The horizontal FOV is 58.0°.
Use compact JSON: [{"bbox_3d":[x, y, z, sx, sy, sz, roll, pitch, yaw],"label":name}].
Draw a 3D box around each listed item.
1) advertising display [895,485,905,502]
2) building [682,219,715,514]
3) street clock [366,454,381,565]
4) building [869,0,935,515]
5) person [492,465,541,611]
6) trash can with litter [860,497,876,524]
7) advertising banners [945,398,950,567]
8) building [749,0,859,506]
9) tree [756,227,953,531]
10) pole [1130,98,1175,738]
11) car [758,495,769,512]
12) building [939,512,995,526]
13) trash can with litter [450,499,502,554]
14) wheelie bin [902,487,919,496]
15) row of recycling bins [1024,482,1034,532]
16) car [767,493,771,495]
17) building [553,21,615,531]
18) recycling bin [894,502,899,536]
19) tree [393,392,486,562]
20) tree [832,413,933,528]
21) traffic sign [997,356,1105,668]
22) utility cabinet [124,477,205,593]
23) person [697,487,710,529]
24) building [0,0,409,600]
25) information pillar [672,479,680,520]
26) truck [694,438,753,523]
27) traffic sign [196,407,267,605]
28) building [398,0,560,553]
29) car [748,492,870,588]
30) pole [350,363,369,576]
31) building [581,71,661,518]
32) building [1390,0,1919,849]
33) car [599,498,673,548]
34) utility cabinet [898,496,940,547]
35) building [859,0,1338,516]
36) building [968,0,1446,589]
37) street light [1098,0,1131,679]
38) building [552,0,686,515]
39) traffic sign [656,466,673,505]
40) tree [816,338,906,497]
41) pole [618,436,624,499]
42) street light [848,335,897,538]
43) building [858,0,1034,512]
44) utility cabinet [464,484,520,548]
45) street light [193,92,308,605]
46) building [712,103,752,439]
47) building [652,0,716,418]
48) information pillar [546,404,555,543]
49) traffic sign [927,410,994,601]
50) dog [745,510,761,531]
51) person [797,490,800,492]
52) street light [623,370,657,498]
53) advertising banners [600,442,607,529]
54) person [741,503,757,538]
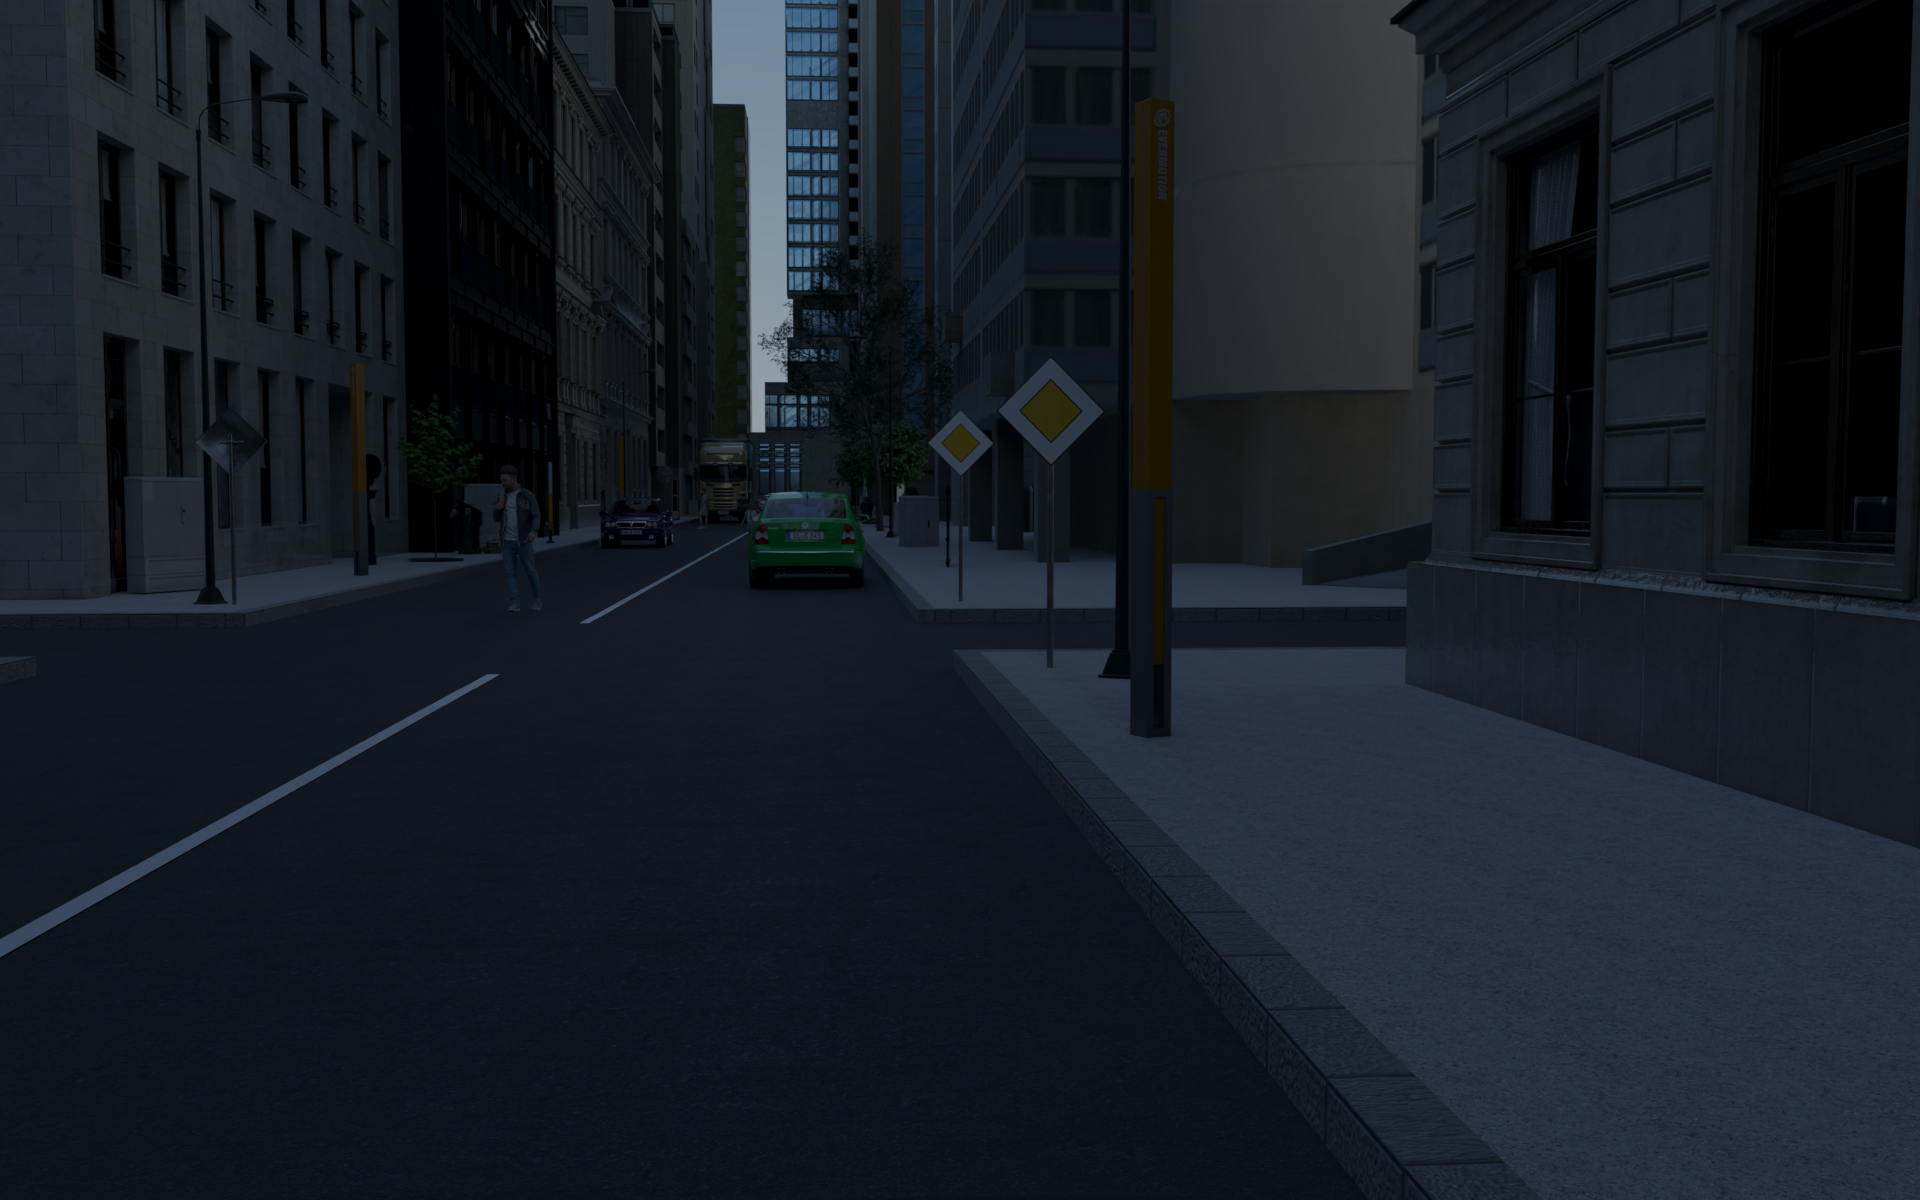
[{"bbox_3d":[-3.247,-5.399,93.491,0.123,1.923,0.974,2,4,24],"label":"advertising display"},{"bbox_3d":[-32.126,-16.951,122.190,27.650,21.520,28.899,0,4,-5],"label":"building"},{"bbox_3d":[-10.671,-1.629,31.210,0.358,2.002,0.471,2,4,30],"label":"street clock"},{"bbox_3d":[1.365,-28.133,110.086,14.600,45.320,14.200,0,4,-5],"label":"building"},{"bbox_3d":[-5.435,-0.757,21.224,0.623,1.781,0.721,0,4,-3],"label":"person"},{"bbox_3d":[-3.813,-3.834,74.073,0.624,1.170,1.055,-3,5,-39],"label":"trash can with litter"},{"bbox_3d":[-0.212,-2.144,31.240,0.090,3.025,2.074,0,4,0],"label":"advertising banners"},{"bbox_3d":[-7.301,-53.647,189.800,31.000,86.520,22.319,0,4,-5],"label":"building"},{"bbox_3d":[-2.783,-7.683,60.034,8.767,10.594,7.601,0,4,-7],"label":"tree"},{"bbox_3d":[1.012,-0.933,9.105,0.158,3.312,0.155,0,3,0],"label":"pole"},{"bbox_3d":[-15.280,-7.813,140.109,2.083,1.381,4.827,0,4,-5],"label":"car"},{"bbox_3d":[9.273,-33.011,81.735,21.231,58.520,28.212,0,4,-5],"label":"building"},{"bbox_3d":[-10.332,-1.574,37.128,1.055,1.170,0.624,-3,5,-40],"label":"trash can with litter"},{"bbox_3d":[-2.376,-4.581,82.807,0.980,1.594,0.693,-3,5,-39],"label":"wheelie bin"},{"bbox_3d":[2.828,-3.195,59.350,1.069,1.692,3.534,3,4,38],"label":"row of recycling bins"},{"bbox_3d":[-15.846,-8.427,147.374,1.945,1.707,3.694,0,4,-4],"label":"car"},{"bbox_3d":[-18.764,-12.082,62.165,10.561,19.102,19.286,0,4,-5],"label":"building"},{"bbox_3d":[-1.627,-2.467,52.887,0.722,1.027,0.722,0,4,6],"label":"recycling bin"},{"bbox_3d":[-9.899,-2.354,33.084,1.663,3.219,1.824,0,3,0],"label":"tree"},{"bbox_3d":[-2.558,-5.081,66.782,4.285,4.588,4.351,0,3,0],"label":"tree"},{"bbox_3d":[0.662,-0.556,12.738,0.795,2.450,0.064,0,4,-5],"label":"traffic sign"},{"bbox_3d":[-10.334,-0.854,22.649,0.318,1.500,1.173,1,4,18],"label":"utility cabinet"},{"bbox_3d":[-10.503,-3.763,71.033,0.522,1.701,0.512,0,4,4],"label":"person"},{"bbox_3d":[-16.499,-10.618,28.356,10.420,20.320,16.860,0,4,-5],"label":"building"},{"bbox_3d":[-13.857,-4.890,84.447,0.304,2.012,0.304,0,4,5],"label":"information pillar"},{"bbox_3d":[-11.984,-6.122,89.011,2.839,4.237,11.283,0,4,-6],"label":"truck"},{"bbox_3d":[-8.412,-1.002,20.025,0.795,2.450,0.064,0,4,-5],"label":"traffic sign"},{"bbox_3d":[-17.867,-13.140,44.522,12.332,23.373,15.834,0,4,-5],"label":"building"},{"bbox_3d":[-2.429,-1.172,27.956,1.959,1.807,4.718,0,4,-3],"label":"car"},{"bbox_3d":[-9.425,-2.038,27.164,0.158,3.312,0.155,0,3,0],"label":"pole"},{"bbox_3d":[-20.897,-15.044,82.132,11.583,22.565,21.152,0,4,-5],"label":"building"},{"bbox_3d":[8.452,-8.433,2.512,10.561,19.102,19.286,0,4,-5],"label":"building"},{"bbox_3d":[-8.832,-2.134,47.467,1.945,1.354,3.894,0,4,-5],"label":"car"},{"bbox_3d":[-0.997,-1.911,42.404,1.020,1.237,0.306,-2,4,-35],"label":"utility cabinet"},{"bbox_3d":[8.672,-26.794,129.967,32.217,40.220,23.993,0,4,-5],"label":"building"},{"bbox_3d":[12.142,-21.159,37.836,23.993,40.220,32.217,0,4,-5],"label":"building"},{"bbox_3d":[0.602,-2.409,11.935,1.470,5.913,1.316,0,4,-5],"label":"street light"},{"bbox_3d":[-23.770,-20.145,101.068,14.160,30.474,14.107,0,4,-5],"label":"building"},{"bbox_3d":[-13.266,-4.747,77.715,0.768,2.556,0.104,0,4,-1],"label":"traffic sign"},{"bbox_3d":[-4.490,-7.928,79.987,4.360,8.622,3.978,0,3,0],"label":"tree"},{"bbox_3d":[-11.868,-4.086,60.653,0.158,3.312,0.155,0,3,0],"label":"pole"},{"bbox_3d":[-2.572,-4.784,50.765,1.470,5.913,1.316,0,4,-5],"label":"street light"},{"bbox_3d":[1.322,-37.569,156.256,21.231,58.520,28.212,0,4,-5],"label":"building"},{"bbox_3d":[-10.343,-1.814,38.331,1.173,1.500,0.318,0,4,7],"label":"utility cabinet"},{"bbox_3d":[-8.224,-2.910,20.116,1.470,5.913,1.316,0,4,-5],"label":"street light"},{"bbox_3d":[-29.373,-30.639,184.548,14.086,41.232,14.154,0,4,-5],"label":"building"},{"bbox_3d":[-35.588,-34.487,153.098,27.495,52.752,28.713,0,4,-5],"label":"building"},{"bbox_3d":[-10.670,-3.284,45.040,0.183,3.616,0.504,-1,4,-17],"label":"information pillar"},{"bbox_3d":[0.006,-1.043,20.696,0.795,2.450,0.064,0,4,-5],"label":"traffic sign"},{"bbox_3d":[-8.160,-3.088,67.320,0.800,0.831,0.513,1,4,9],"label":"dog"},{"bbox_3d":[-10.754,-6.527,116.016,0.445,1.727,0.742,3,5,41],"label":"person"},{"bbox_3d":[-12.024,-5.648,64.878,1.470,5.913,1.316,0,4,-5],"label":"street light"},{"bbox_3d":[-12.264,-3.877,59.575,0.090,3.025,2.074,-1,4,-16],"label":"advertising banners"},{"bbox_3d":[-5.429,-1.905,44.654,0.505,1.210,0.382,1,4,17],"label":"person"}]
